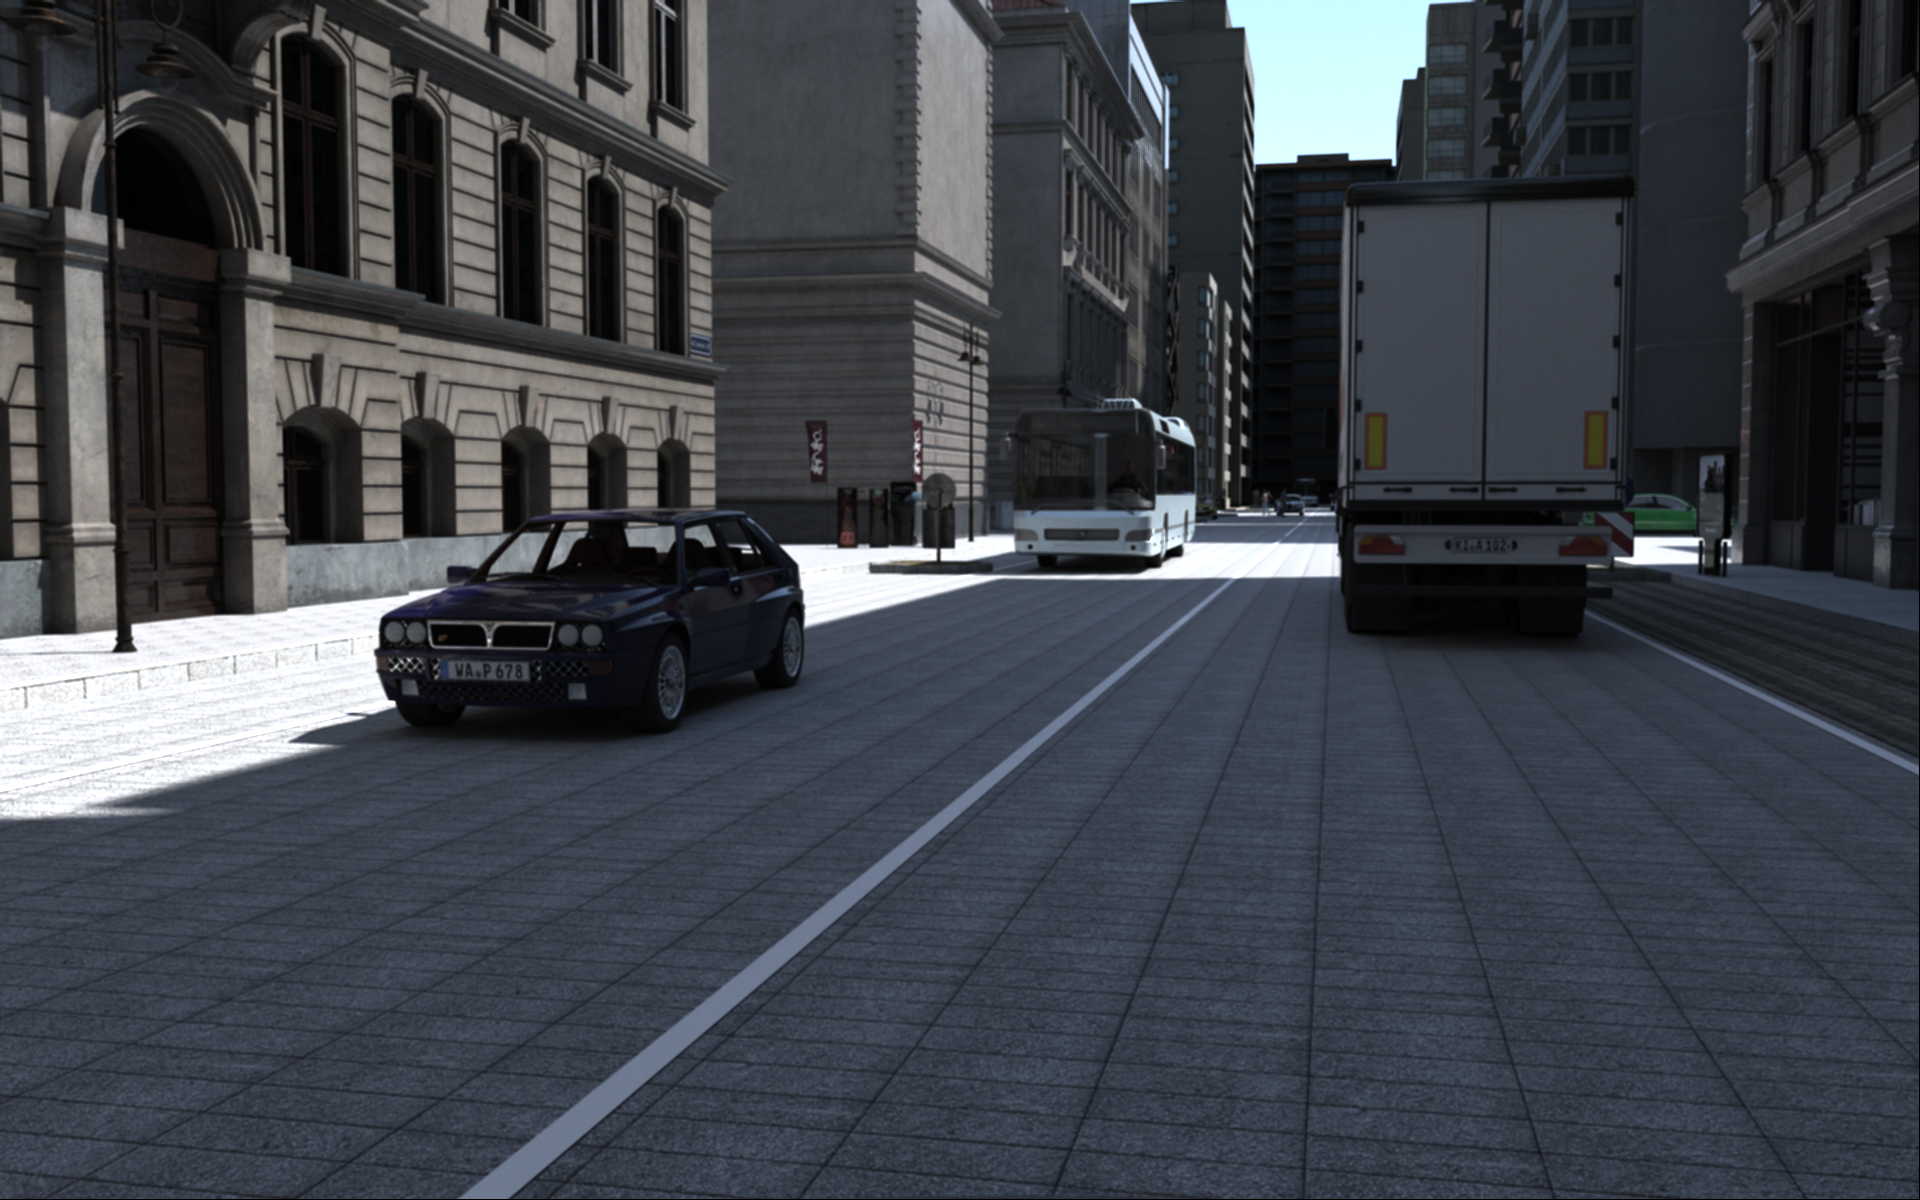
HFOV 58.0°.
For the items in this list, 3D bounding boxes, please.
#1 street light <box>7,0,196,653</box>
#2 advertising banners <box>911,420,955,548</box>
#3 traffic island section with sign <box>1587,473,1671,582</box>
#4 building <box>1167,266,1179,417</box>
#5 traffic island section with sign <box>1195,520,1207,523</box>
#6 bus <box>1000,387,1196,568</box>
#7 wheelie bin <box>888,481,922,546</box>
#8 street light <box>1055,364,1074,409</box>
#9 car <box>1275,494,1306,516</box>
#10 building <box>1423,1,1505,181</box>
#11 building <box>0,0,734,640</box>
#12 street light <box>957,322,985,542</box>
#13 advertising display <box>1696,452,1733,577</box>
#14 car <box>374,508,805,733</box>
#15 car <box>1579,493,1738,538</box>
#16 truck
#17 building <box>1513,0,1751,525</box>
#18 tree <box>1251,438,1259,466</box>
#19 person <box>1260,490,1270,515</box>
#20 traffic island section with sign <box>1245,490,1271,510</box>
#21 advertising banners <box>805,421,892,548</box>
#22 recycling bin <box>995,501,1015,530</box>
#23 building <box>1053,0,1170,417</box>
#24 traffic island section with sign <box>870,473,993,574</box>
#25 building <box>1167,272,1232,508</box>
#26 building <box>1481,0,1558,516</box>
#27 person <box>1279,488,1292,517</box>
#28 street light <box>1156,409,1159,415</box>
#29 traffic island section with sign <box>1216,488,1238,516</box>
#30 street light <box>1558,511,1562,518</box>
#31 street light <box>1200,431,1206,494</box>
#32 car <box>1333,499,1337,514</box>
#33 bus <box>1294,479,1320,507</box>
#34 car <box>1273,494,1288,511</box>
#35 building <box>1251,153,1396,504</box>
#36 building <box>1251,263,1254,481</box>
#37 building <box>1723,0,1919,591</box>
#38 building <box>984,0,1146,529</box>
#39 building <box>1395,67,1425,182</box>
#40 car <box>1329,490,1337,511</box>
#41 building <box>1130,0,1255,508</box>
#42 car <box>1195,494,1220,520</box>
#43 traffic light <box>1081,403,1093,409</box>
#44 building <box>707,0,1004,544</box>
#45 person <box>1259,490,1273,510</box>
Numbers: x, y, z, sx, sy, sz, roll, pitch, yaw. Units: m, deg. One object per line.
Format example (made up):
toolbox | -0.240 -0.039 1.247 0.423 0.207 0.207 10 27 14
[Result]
street light | -6.790 -2.515 13.902 0.468 5.910 1.993 1 4 12
advertising banners | -0.654 -2.785 41.725 0.090 3.025 2.074 2 4 29
traffic island section with sign | 10.767 -1.255 29.150 1.989 1.847 2.006 1 4 12
building | 5.619 -15.004 112.762 16.820 18.784 16.811 1 4 12
traffic island section with sign | 11.144 -4.694 85.373 1.989 1.847 2.006 1 4 12
bus | 3.304 -2.558 36.687 2.948 3.499 13.247 1 4 11
wheelie bin | -1.377 -2.142 42.937 0.980 1.594 0.693 0 4 4
street light | 3.741 -5.446 61.823 0.468 5.910 1.993 1 4 12
car | 22.161 -6.363 116.045 2.014 1.417 4.499 1 4 13
building | 46.427 -28.352 147.155 14.154 41.232 14.086 1 4 12
building | -13.379 -12.160 17.900 14.460 24.649 34.723 1 4 12
street light | 0.302 -4.516 46.617 0.468 5.910 1.993 1 4 12
advertising display | 11.818 -1.342 27.159 0.123 1.923 0.974 0 4 -1
car | -2.324 0.051 11.739 1.945 1.354 3.894 1 4 11
car | 21.642 -2.735 53.510 4.718 1.807 1.959 1 4 13
truck | 5.830 -1.957 20.903 2.839 4.237 11.283 1 4 12
building | 35.348 -23.035 68.499 23.993 40.220 32.217 1 4 12
tree | 31.214 -14.883 193.702 4.360 8.622 3.978 0 3 0
person | 20.840 -6.661 118.244 0.643 1.720 0.563 3 5 40
traffic island section with sign | 27.524 -9.297 160.628 1.989 1.847 2.006 1 4 12
advertising banners | -2.657 -2.759 41.300 2.074 3.025 0.090 0 4 3
recycling bin | 1.704 -2.992 61.474 0.722 1.027 0.722 -1 4 -19
building | 4.232 -16.843 93.408 12.078 24.808 19.932 1 4 12
traffic island section with sign | -0.455 -1.430 32.009 1.989 1.847 2.006 1 4 12
building | 8.987 -18.789 152.235 27.650 21.520 28.899 1 4 12
building | 43.373 -27.512 104.444 22.147 44.769 28.867 1 4 12
person | 20.132 -6.042 107.414 0.853 1.813 0.709 3 4 37
street light | 10.787 -7.458 94.727 0.468 5.910 1.993 1 4 12
traffic island section with sign | 16.924 -6.316 111.901 1.989 1.847 2.006 1 4 12
street light | 17.382 -4.725 50.034 0.468 5.910 1.993 1 4 12
street light | 17.900 -9.457 127.407 0.468 5.910 1.993 1 4 12
car | 27.396 -6.903 122.461 1.945 1.707 3.694 1 4 11
bus | 40.159 -12.597 200.817 2.948 3.499 13.247 1 4 11
car | 26.952 -8.184 143.589 2.009 1.686 4.222 1 4 11
building | 46.352 -34.937 225.852 28.867 44.769 22.147 1 4 12
building | 27.214 -26.398 203.308 14.107 30.474 14.160 1 4 12
building | 18.349 -10.907 29.247 10.553 20.767 40.483 1 4 12
building | 0.812 -14.450 72.416 11.583 22.565 21.152 1 4 12
building | 59.407 -34.767 192.140 21.300 48.544 21.600 1 4 12
car | 32.859 -8.563 148.670 2.281 1.827 5.304 1 4 11
building | 18.517 -33.786 176.097 21.300 48.544 21.600 1 4 12
car | 13.676 -5.363 97.914 2.015 1.641 3.980 1 4 11
traffic light | 3.900 -3.938 53.310 0.839 4.253 0.868 1 4 12
building | -9.136 -13.532 50.127 19.941 23.489 11.050 1 4 12
person | 28.056 -9.183 158.660 1.348 1.823 0.705 0 4 -1
